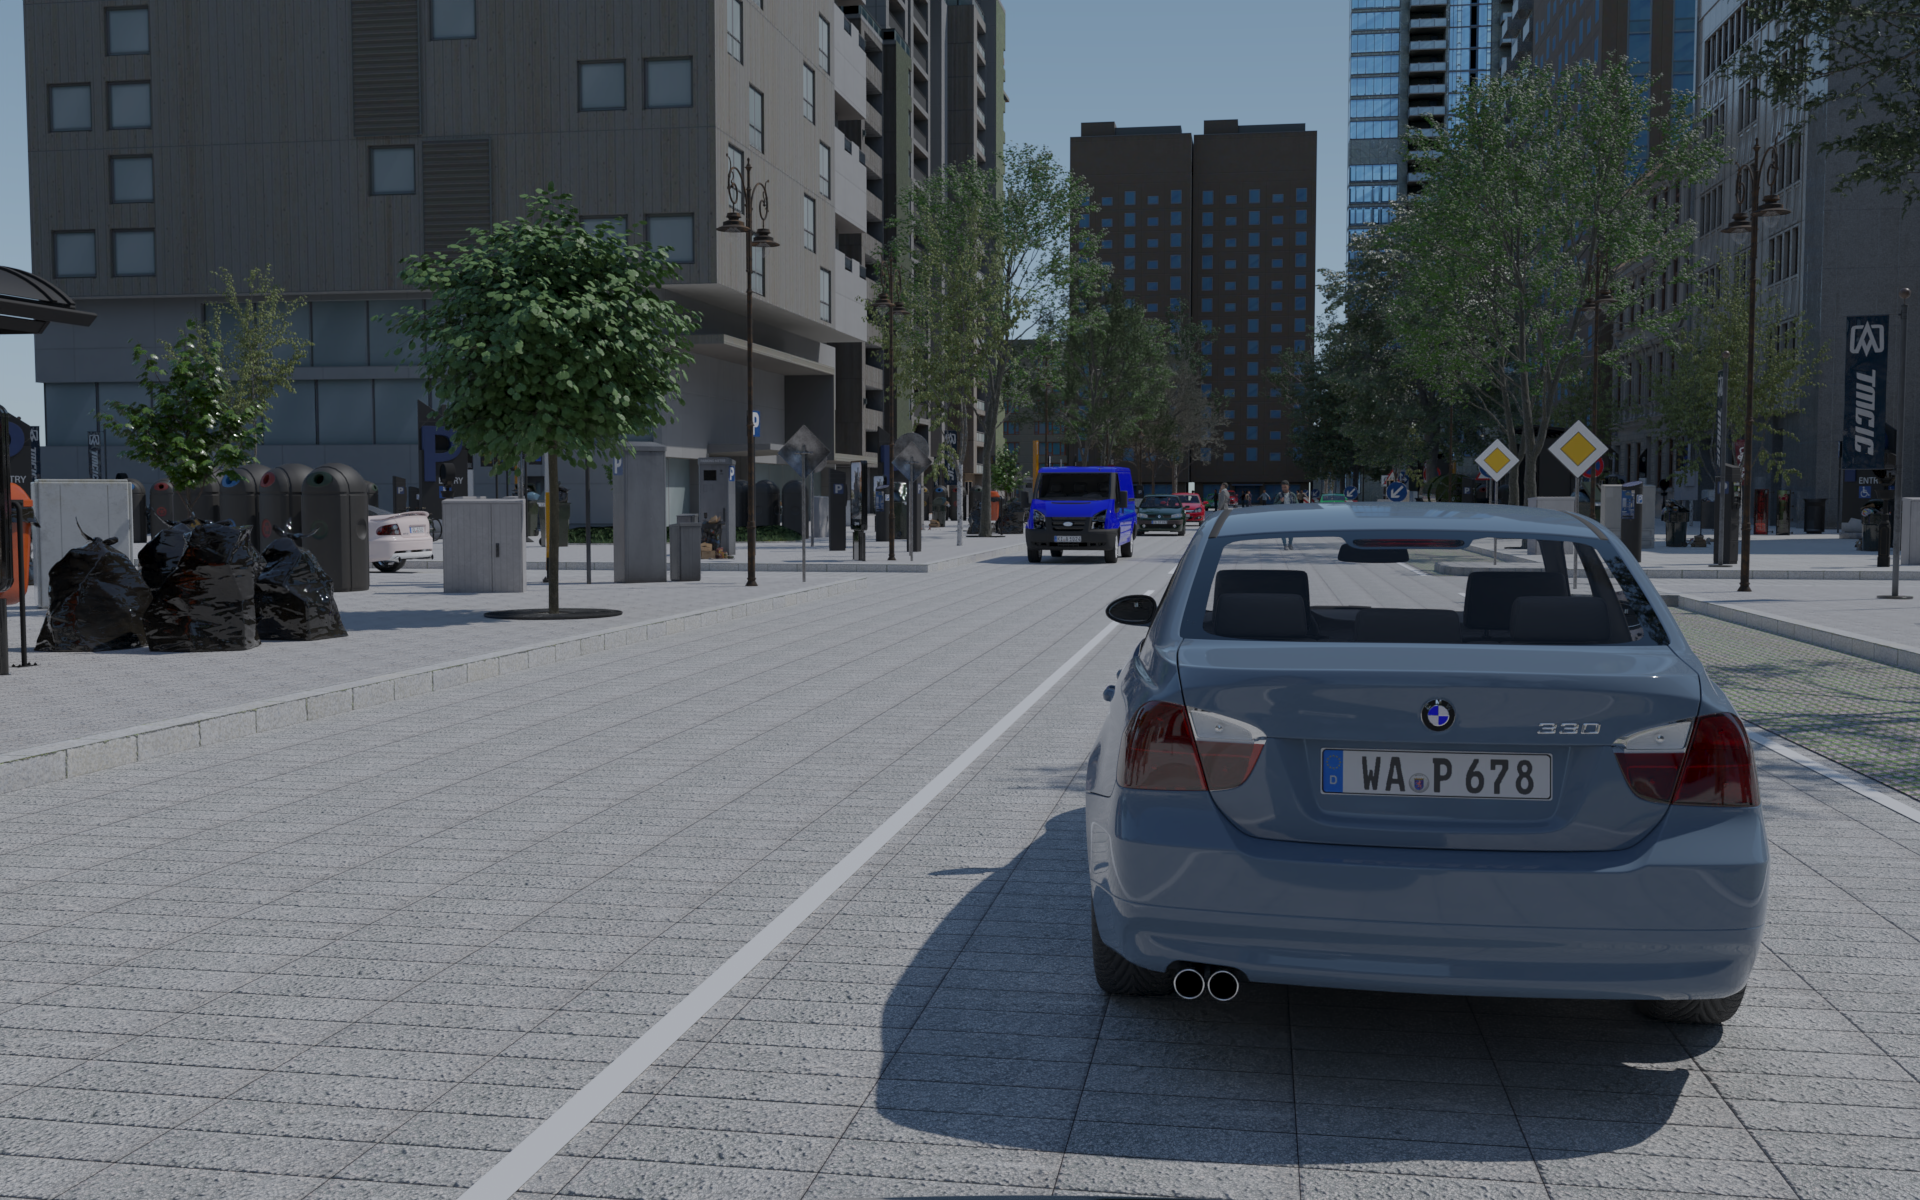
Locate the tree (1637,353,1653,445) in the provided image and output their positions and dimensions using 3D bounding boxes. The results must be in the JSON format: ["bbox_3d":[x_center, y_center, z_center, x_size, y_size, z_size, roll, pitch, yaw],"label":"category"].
[{"bbox_3d":[26.417,-6.731,60.421,4.737,8.622,4.395,0,3,0],"label":"tree"}]

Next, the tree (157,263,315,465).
[{"bbox_3d":[-22.571,-6.372,54.537,4.737,8.622,4.395,0,3,0],"label":"tree"}]

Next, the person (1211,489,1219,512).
[{"bbox_3d":[20.303,-7.899,137.670,0.705,1.821,1.348,-1,4,-15],"label":"person"}]

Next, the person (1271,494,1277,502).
[{"bbox_3d":[27.593,-8.515,150.983,1.065,1.426,0.557,0,4,-3],"label":"person"}]

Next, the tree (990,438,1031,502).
[{"bbox_3d":[1.676,-3.977,59.628,1.663,3.219,1.824,0,3,0],"label":"tree"}]

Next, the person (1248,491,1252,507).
[{"bbox_3d":[26.713,-9.209,159.989,0.530,1.710,0.541,-1,4,-13],"label":"person"}]

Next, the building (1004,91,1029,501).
[{"bbox_3d":[-9.099,-31.017,161.748,28.867,44.769,22.147,1,4,10],"label":"building"}]

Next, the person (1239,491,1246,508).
[{"bbox_3d":[24.128,-8.485,148.050,0.721,1.723,1.217,-1,4,-16],"label":"person"}]

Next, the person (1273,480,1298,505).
[{"bbox_3d":[8.299,-2.153,44.046,0.623,1.781,0.721,-1,4,-13],"label":"person"}]

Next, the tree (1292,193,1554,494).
[{"bbox_3d":[19.383,-10.067,71.258,9.857,13.997,8.962,0,3,0],"label":"tree"}]

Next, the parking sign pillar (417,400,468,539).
[{"bbox_3d":[-14.818,-3.742,49.660,1.447,3.967,1.447,-2,4,-29],"label":"parking sign pillar"}]

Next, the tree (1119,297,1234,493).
[{"bbox_3d":[20.411,-19.187,169.593,12.611,20.169,13.585,0,3,0],"label":"tree"}]

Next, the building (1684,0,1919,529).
[{"bbox_3d":[38.640,-15.469,70.936,12.078,24.808,19.932,1,4,10],"label":"building"}]

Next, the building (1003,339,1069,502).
[{"bbox_3d":[0.865,-23.090,222.566,28.899,21.520,27.650,1,4,10],"label":"building"}]

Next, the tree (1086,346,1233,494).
[{"bbox_3d":[15.449,-13.912,137.823,12.009,13.543,11.850,0,3,0],"label":"tree"}]

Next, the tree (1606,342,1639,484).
[{"bbox_3d":[28.881,-7.239,68.724,4.737,8.622,4.395,0,3,0],"label":"tree"}]

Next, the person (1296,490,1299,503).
[{"bbox_3d":[32.559,-9.697,167.053,0.705,1.823,1.348,1,4,9],"label":"person"}]

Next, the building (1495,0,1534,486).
[{"bbox_3d":[57.973,-32.192,145.953,23.786,49.044,30.456,1,4,10],"label":"building"}]

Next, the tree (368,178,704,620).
[{"bbox_3d":[-4.374,-2.106,18.152,4.285,4.588,4.351,0,3,0],"label":"tree"}]

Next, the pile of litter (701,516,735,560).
[{"bbox_3d":[-5.135,-1.256,34.501,1.176,0.858,1.719,-2,4,-24],"label":"pile of litter"}]

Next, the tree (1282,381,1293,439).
[{"bbox_3d":[31.732,-14.505,143.818,9.857,13.997,8.962,0,3,0],"label":"tree"}]

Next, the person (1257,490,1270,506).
[{"bbox_3d":[27.644,-9.105,157.359,1.348,1.826,0.705,3,5,42],"label":"person"}]

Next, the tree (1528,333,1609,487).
[{"bbox_3d":[28.326,-7.842,78.582,4.737,8.622,4.395,0,3,0],"label":"tree"}]

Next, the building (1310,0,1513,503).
[{"bbox_3d":[58.268,-54.721,207.362,31.000,86.520,22.319,1,4,10],"label":"building"}]

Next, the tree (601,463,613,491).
[{"bbox_3d":[-11.560,-3.960,59.348,1.663,3.219,1.824,0,3,0],"label":"tree"}]

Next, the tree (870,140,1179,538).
[{"bbox_3d":[0.917,-7.661,51.009,9.928,11.665,9.643,0,3,0],"label":"tree"}]

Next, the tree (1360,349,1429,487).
[{"bbox_3d":[21.996,-8.349,86.872,4.737,8.622,4.395,0,3,0],"label":"tree"}]

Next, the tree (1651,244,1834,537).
[{"bbox_3d":[23.015,-6.141,50.769,4.737,8.622,4.395,0,3,0],"label":"tree"}]

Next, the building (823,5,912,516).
[{"bbox_3d":[-11.098,-20.307,103.726,14.160,30.474,14.107,1,4,10],"label":"building"}]

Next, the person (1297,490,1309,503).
[{"bbox_3d":[30.580,-8.961,155.023,1.348,1.823,0.705,2,4,29],"label":"person"}]

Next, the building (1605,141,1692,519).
[{"bbox_3d":[41.737,-15.604,91.276,11.583,22.565,21.152,1,4,10],"label":"building"}]

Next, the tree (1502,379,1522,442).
[{"bbox_3d":[32.352,-8.998,97.485,4.737,8.622,4.395,0,3,0],"label":"tree"}]

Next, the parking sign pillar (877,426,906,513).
[{"bbox_3d":[-2.625,-4.930,69.072,1.447,3.967,1.447,-2,4,-30],"label":"parking sign pillar"}]

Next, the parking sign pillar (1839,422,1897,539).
[{"bbox_3d":[26.020,-3.736,49.562,1.447,3.967,1.447,-2,4,-34],"label":"parking sign pillar"}]

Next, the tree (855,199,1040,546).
[{"bbox_3d":[-0.240,-5.651,42.756,4.737,8.622,4.395,0,3,0],"label":"tree"}]

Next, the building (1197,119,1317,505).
[{"bbox_3d":[35.525,-34.226,209.699,14.200,45.320,14.600,1,4,10],"label":"building"}]

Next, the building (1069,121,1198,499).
[{"bbox_3d":[21.122,-34.303,210.956,14.200,45.320,14.600,1,4,10],"label":"building"}]

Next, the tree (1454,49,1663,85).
[{"bbox_3d":[13.436,-6.993,40.088,9.928,11.665,9.643,0,3,0],"label":"tree"}]

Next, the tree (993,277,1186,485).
[{"bbox_3d":[4.869,-8.325,70.532,8.767,10.594,7.601,2,4,25],"label":"tree"}]

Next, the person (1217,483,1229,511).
[{"bbox_3d":[8.593,-2.945,56.839,0.473,1.802,0.592,3,5,43],"label":"person"}]

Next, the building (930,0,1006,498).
[{"bbox_3d":[-4.315,-27.822,138.476,14.154,41.232,14.086,1,4,10],"label":"building"}]

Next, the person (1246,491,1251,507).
[{"bbox_3d":[25.433,-8.785,152.861,0.721,1.735,1.217,2,4,28],"label":"person"}]

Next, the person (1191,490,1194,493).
[{"bbox_3d":[18.201,-7.677,134.708,0.721,1.739,1.217,1,4,18],"label":"person"}]

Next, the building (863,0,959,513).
[{"bbox_3d":[-10.792,-41.716,120.307,20.563,71.187,20.611,1,4,10],"label":"building"}]

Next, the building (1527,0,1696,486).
[{"bbox_3d":[49.354,-29.037,124.870,14.600,45.320,14.200,1,4,10],"label":"building"}]

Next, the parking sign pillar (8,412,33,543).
[{"bbox_3d":[-25.132,-3.489,45.514,1.447,3.967,1.447,-2,4,-29],"label":"parking sign pillar"}]

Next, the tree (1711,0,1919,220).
[{"bbox_3d":[9.171,-4.765,12.326,7.601,10.594,8.767,1,4,20],"label":"tree"}]

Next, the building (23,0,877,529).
[{"bbox_3d":[-19.526,-29.682,74.537,28.713,52.752,27.495,1,4,10],"label":"building"}]
